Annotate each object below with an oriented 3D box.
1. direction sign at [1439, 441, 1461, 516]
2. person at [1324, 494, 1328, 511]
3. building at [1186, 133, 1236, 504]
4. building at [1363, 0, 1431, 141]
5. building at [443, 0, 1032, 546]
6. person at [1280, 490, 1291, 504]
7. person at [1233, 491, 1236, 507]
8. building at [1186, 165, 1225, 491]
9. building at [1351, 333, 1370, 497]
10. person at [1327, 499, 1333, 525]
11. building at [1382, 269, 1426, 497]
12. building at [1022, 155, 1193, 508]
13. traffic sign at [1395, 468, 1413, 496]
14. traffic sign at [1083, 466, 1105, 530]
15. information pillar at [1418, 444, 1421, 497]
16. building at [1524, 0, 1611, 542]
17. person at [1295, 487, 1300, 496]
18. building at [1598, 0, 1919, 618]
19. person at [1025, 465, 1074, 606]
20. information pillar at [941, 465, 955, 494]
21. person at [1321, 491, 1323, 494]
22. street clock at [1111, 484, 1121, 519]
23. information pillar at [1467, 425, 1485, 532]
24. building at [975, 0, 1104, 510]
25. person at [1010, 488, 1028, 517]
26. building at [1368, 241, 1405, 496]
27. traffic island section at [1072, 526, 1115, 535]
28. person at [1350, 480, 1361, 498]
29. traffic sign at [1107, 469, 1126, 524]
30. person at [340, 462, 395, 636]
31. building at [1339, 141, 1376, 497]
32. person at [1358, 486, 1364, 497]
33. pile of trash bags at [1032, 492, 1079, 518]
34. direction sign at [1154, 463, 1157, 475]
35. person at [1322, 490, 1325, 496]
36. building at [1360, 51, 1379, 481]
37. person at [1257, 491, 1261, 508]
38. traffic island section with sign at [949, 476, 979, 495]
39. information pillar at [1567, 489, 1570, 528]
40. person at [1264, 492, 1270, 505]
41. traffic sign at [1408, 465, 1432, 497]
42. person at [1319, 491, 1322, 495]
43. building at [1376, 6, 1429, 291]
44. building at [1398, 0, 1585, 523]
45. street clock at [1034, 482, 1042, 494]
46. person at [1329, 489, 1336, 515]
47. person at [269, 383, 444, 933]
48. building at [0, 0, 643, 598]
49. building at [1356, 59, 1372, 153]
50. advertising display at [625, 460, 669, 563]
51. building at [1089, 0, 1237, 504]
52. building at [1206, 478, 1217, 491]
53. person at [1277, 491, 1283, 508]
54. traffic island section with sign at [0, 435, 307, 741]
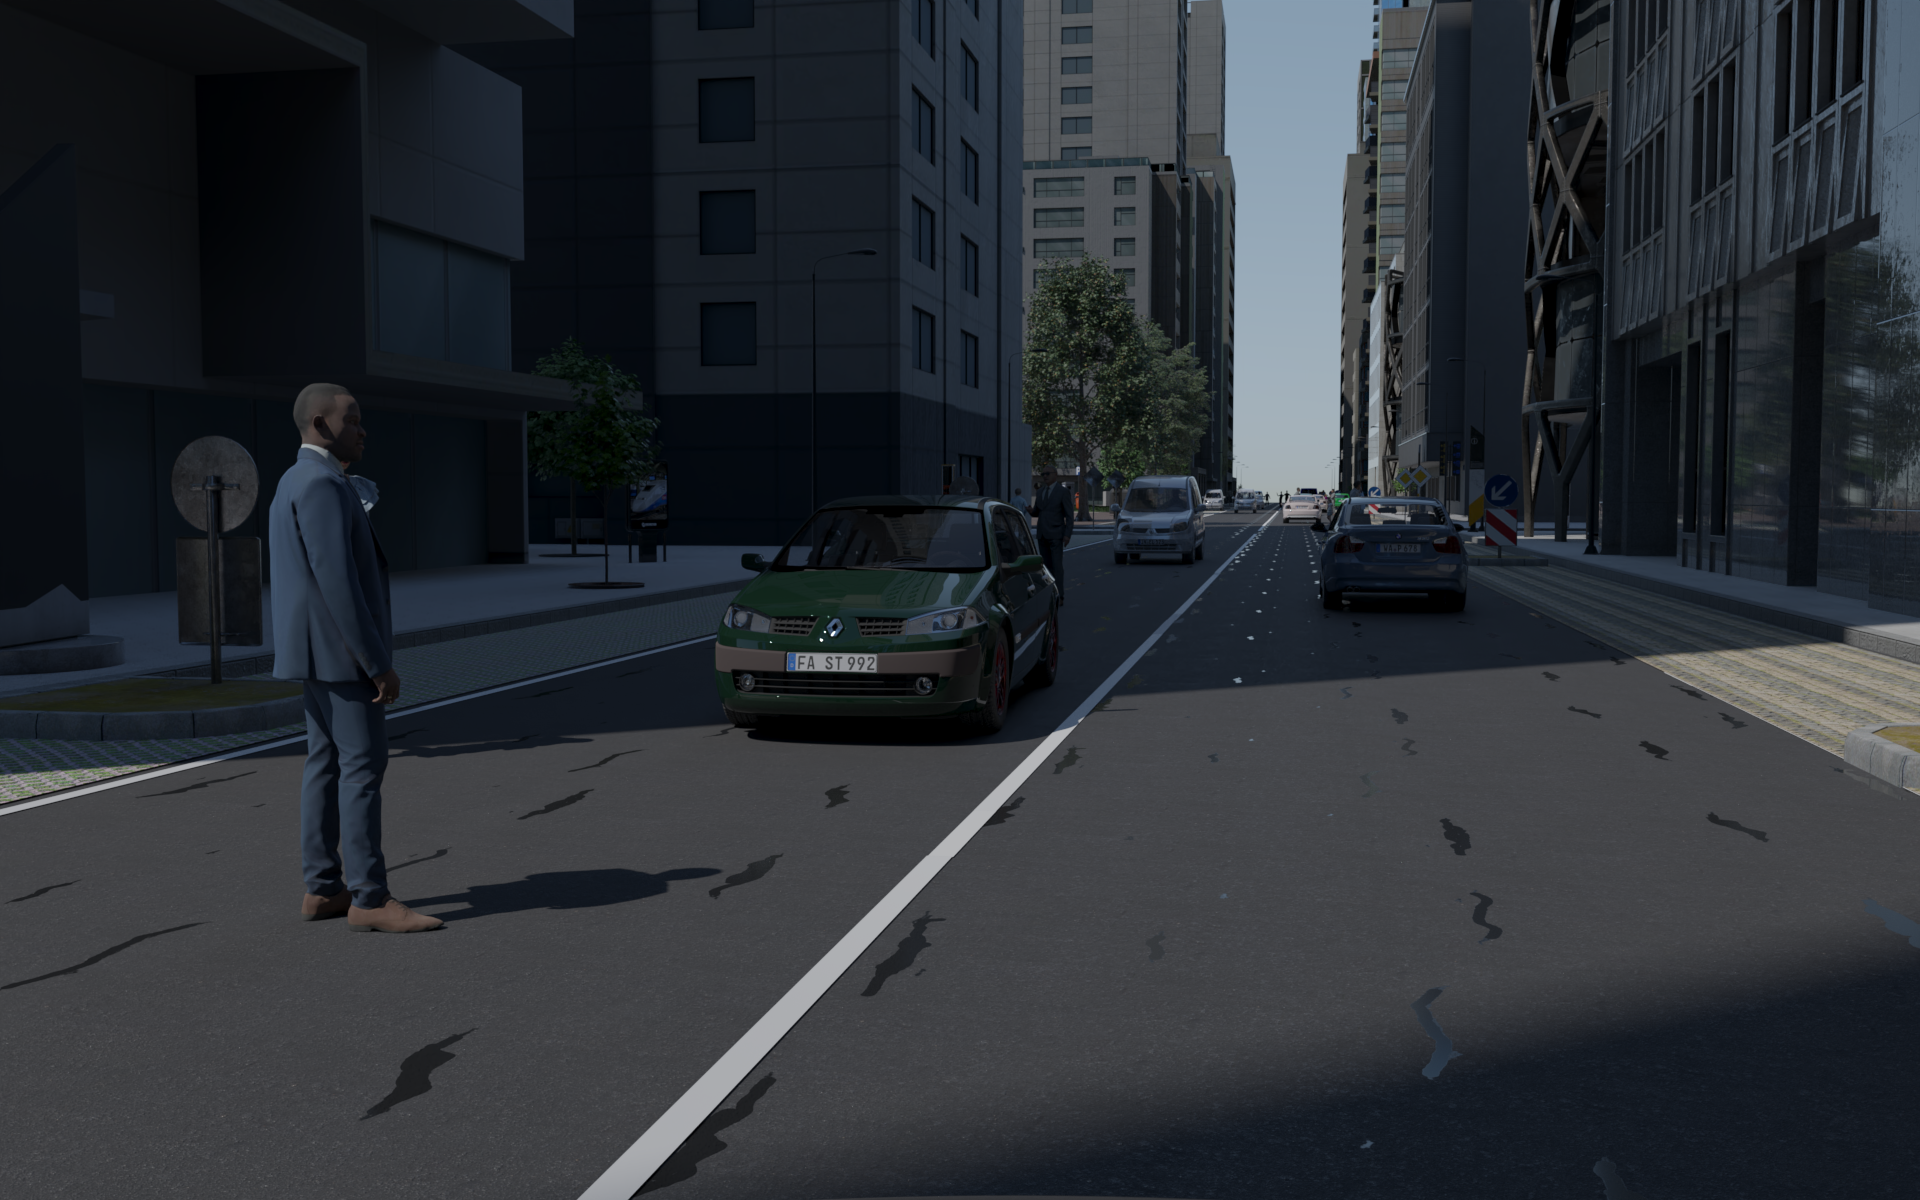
[{"bbox_3d":[20.991,-5.030,74.242,0.876,3.537,0.379,0,4,7],"label":"direction sign"},{"bbox_3d":[31.857,-8.488,150.499,0.599,1.433,0.991,3,4,36],"label":"person"},{"bbox_3d":[26.477,-37.539,237.463,21.300,48.544,21.600,1,4,11],"label":"building"},{"bbox_3d":[68.944,-57.780,257.369,22.319,86.520,31.000,1,4,11],"label":"building"},{"bbox_3d":[-9.492,-37.521,51.715,20.611,71.187,20.563,1,4,11],"label":"building"},{"bbox_3d":[32.972,-10.167,174.758,1.348,1.821,0.705,1,4,22],"label":"person"},{"bbox_3d":[30.388,-11.193,191.520,0.705,1.822,1.348,1,4,16],"label":"person"},{"bbox_3d":[24.622,-32.214,210.285,14.154,41.232,14.086,1,4,11],"label":"building"},{"bbox_3d":[59.343,-21.549,197.362,27.650,21.520,28.899,1,4,11],"label":"building"},{"bbox_3d":[17.029,-4.030,79.402,0.382,1.210,0.505,-1,4,-12],"label":"person"},{"bbox_3d":[36.502,-15.088,114.133,16.820,18.784,16.811,1,4,11],"label":"building"},{"bbox_3d":[12.872,-23.244,151.742,14.160,30.474,14.107,1,4,11],"label":"building"},{"bbox_3d":[17.306,-3.894,67.314,0.795,2.450,0.064,1,4,11],"label":"traffic sign"},{"bbox_3d":[4.754,-3.546,61.620,0.795,2.450,0.064,1,4,11],"label":"traffic sign"},{"bbox_3d":[21.580,-5.509,81.420,0.183,3.616,0.504,1,4,18],"label":"information pillar"},{"bbox_3d":[24.534,-11.068,48.421,16.820,18.784,16.811,1,4,11],"label":"building"},{"bbox_3d":[18.916,-5.387,96.679,0.767,1.812,0.694,0,4,-2],"label":"person"},{"bbox_3d":[17.592,-12.672,25.211,12.078,24.808,19.932,1,4,11],"label":"building"},{"bbox_3d":[1.129,-0.830,22.240,0.661,1.801,0.590,3,4,39],"label":"person"},{"bbox_3d":[-0.291,-2.370,43.246,0.304,2.012,0.304,0,4,8],"label":"information pillar"},{"bbox_3d":[43.044,-12.068,206.345,0.617,1.759,0.750,3,4,37],"label":"person"},{"bbox_3d":[7.921,-5.098,87.915,0.358,2.002,0.471,-2,4,-35],"label":"street clock"},{"bbox_3d":[17.384,-4.094,58.299,0.504,3.616,0.183,1,4,21],"label":"information pillar"},{"bbox_3d":[13.674,-44.646,168.208,20.563,71.187,20.611,1,4,11],"label":"building"},{"bbox_3d":[1.612,-2.321,48.255,0.589,1.601,0.330,1,4,10],"label":"person"},{"bbox_3d":[36.711,-16.906,131.160,10.420,20.320,16.860,1,4,11],"label":"building"},{"bbox_3d":[4.729,-2.410,61.686,2.009,0.180,2.903,1,4,11],"label":"traffic island section"},{"bbox_3d":[11.719,-2.657,51.783,0.795,1.843,0.661,1,4,14],"label":"person"},{"bbox_3d":[6.270,-4.026,69.461,0.795,2.450,0.064,1,4,11],"label":"traffic sign"},{"bbox_3d":[-3.408,-0.048,9.385,0.616,1.811,0.778,-3,4,-38],"label":"person"},{"bbox_3d":[62.280,-37.226,232.341,21.300,48.544,21.600,1,4,11],"label":"building"},{"bbox_3d":[15.723,-3.635,68.197,0.793,1.790,0.793,0,4,7],"label":"person"},{"bbox_3d":[5.492,-5.141,93.800,1.912,1.369,3.447,-3,5,-45],"label":"pile of trash bags"},{"bbox_3d":[13.067,-7.580,115.928,0.379,3.537,0.876,1,4,16],"label":"direction sign"},{"bbox_3d":[33.835,-9.352,161.391,0.705,1.826,1.348,0,4,-5],"label":"person"},{"bbox_3d":[50.778,-31.457,168.941,22.147,44.769,28.867,1,4,11],"label":"building"},{"bbox_3d":[30.796,-10.377,178.879,0.721,1.743,1.217,-1,4,-19],"label":"person"},{"bbox_3d":[0.046,-1.762,37.433,1.989,1.847,2.006,1,4,11],"label":"traffic island section with sign"},{"bbox_3d":[22.908,-3.741,65.662,0.304,2.012,0.304,-3,5,-40],"label":"information pillar"},{"bbox_3d":[40.467,-13.406,228.237,0.990,1.755,0.434,3,5,43],"label":"person"},{"bbox_3d":[15.791,-3.415,59.474,0.795,2.450,0.064,1,4,11],"label":"traffic sign"},{"bbox_3d":[40.715,-11.430,196.054,0.621,1.740,0.551,2,4,35],"label":"person"},{"bbox_3d":[42.867,-28.449,148.741,14.154,41.232,14.086,1,4,11],"label":"building"},{"bbox_3d":[30.570,-18.046,88.563,14.314,27.812,24.014,1,4,11],"label":"building"},{"bbox_3d":[4.872,-6.342,108.255,0.471,2.002,0.358,3,4,39],"label":"street clock"},{"bbox_3d":[25.472,-6.720,118.545,0.466,1.800,0.511,-1,4,-18],"label":"person"},{"bbox_3d":[-2.082,0.177,5.791,0.419,1.800,0.721,-3,5,-40],"label":"person"},{"bbox_3d":[-21.418,-26.280,18.912,28.713,52.752,27.495,1,4,11],"label":"building"},{"bbox_3d":[73.054,-51.684,283.278,20.563,71.187,20.611,1,4,11],"label":"building"},{"bbox_3d":[-5.856,-1.665,32.434,0.123,1.923,0.974,3,4,38],"label":"advertising display"},{"bbox_3d":[31.026,-50.133,257.928,20.563,71.187,20.611,1,4,11],"label":"building"},{"bbox_3d":[12.311,-30.643,192.900,32.217,40.220,23.993,1,4,11],"label":"building"},{"bbox_3d":[32.921,-10.343,178.411,0.742,1.727,0.445,2,4,25],"label":"person"},{"bbox_3d":[-5.071,-0.143,10.966,1.989,1.847,2.006,1,4,11],"label":"traffic island section with sign"}]
